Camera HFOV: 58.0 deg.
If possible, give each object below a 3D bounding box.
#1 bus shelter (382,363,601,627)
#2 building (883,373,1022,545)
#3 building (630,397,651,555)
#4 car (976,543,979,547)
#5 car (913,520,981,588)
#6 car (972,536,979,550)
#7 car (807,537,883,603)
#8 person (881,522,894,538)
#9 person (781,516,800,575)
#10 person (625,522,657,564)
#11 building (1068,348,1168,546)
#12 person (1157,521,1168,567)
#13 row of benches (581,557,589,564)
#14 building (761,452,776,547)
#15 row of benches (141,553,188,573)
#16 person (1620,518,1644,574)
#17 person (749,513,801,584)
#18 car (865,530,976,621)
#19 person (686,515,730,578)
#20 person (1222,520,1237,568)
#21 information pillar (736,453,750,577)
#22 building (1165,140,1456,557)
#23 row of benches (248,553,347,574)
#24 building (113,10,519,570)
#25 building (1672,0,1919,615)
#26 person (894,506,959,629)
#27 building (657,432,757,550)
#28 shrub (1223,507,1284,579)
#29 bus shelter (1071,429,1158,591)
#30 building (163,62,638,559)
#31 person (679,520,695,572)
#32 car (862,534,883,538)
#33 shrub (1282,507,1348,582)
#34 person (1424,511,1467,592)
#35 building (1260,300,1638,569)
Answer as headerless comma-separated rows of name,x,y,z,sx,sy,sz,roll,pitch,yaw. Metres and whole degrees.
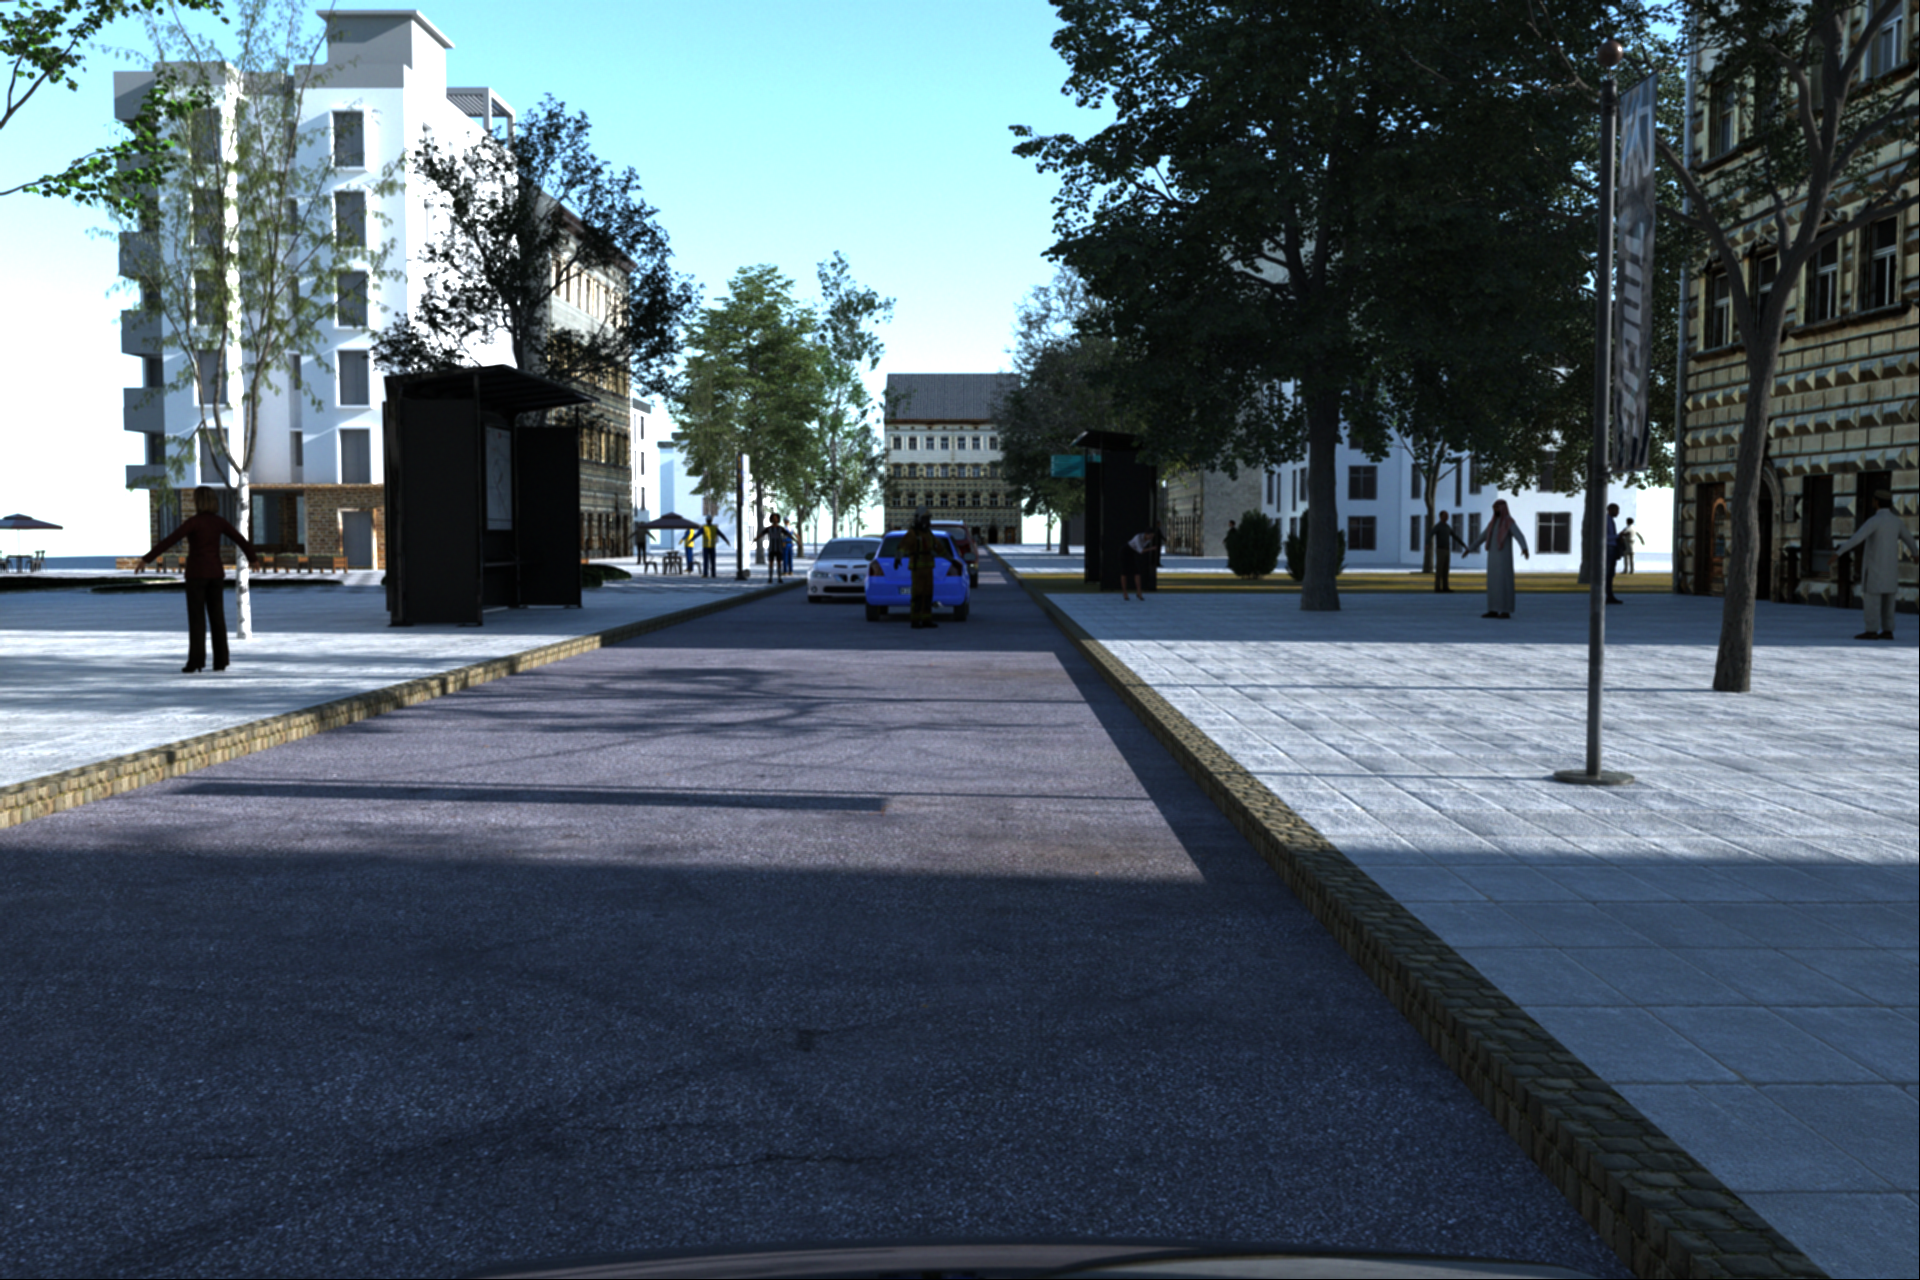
bus shelter,-7.117,-2.185,27.012,1.731,3.624,6.357,0,4,1
building,-0.830,-24.565,235.030,18.063,23.208,19.493,0,4,1
building,-24.555,-10.415,112.425,9.099,9.664,28.070,0,3,0
car,-0.314,-3.355,66.657,2.131,1.459,4.920,0,4,-1
car,-0.539,-2.395,47.832,2.281,1.827,5.304,0,4,-1
car,0.310,-6.222,114.314,1.945,1.354,3.894,0,4,0
car,-2.249,-1.552,37.738,2.083,1.381,4.827,0,4,0
person,-2.183,-2.844,55.092,1.348,1.813,0.705,3,4,39
person,-5.394,-2.934,53.833,0.705,1.847,1.347,3,5,39
person,-13.518,-4.119,73.478,1.348,1.813,0.705,-1,4,-22
building,26.231,-22.091,205.156,27.936,21.610,32.646,0,4,0
person,7.769,-3.766,67.793,0.704,1.802,1.346,-1,4,-16
row of benches,-12.376,-2.229,51.904,1.422,0.672,4.104,1,4,19
building,-24.519,-15.100,189.031,9.099,9.664,28.070,0,3,0
row of benches,-25.790,-2.552,57.184,4.104,0.672,1.422,3,4,38
person,21.557,-3.037,55.842,1.347,1.806,0.705,-1,4,-19
person,-4.795,-2.372,44.928,1.345,1.843,0.704,-1,4,-10
car,-0.692,-1.234,29.775,1.945,1.707,3.694,0,4,1
person,-7.359,-2.739,50.752,1.349,1.833,0.705,-2,4,-25
person,10.312,-3.652,65.889,0.705,1.806,1.347,-1,4,-11
information pillar,-6.414,-3.663,51.207,0.184,3.620,1.656,0,4,1
building,22.702,-16.705,104.058,19.493,23.208,18.063,0,4,1
row of benches,-21.897,-2.542,57.017,4.104,0.672,1.422,1,4,22
building,-24.648,-12.699,64.044,16.016,20.090,11.380,0,4,1
building,24.424,-12.005,27.204,19.493,23.208,18.063,0,4,0
person,-0.559,-1.110,26.373,0.705,1.858,1.354,3,5,43
building,-22.775,-13.111,156.519,9.099,9.664,28.070,0,4,1
shrub,8.335,-2.764,49.229,1.661,2.075,1.752,0,3,0
bus shelter,3.697,-3.094,41.876,1.731,3.624,6.357,0,4,1
building,-27.856,-15.740,88.275,19.493,23.208,18.063,0,4,1
person,-9.271,-3.201,58.806,0.721,1.772,1.216,1,4,12
car,-2.713,-2.927,58.075,2.015,1.641,3.980,0,4,0
shrub,8.830,-2.370,43.170,1.690,2.028,1.600,0,3,0
person,10.644,-1.946,38.090,1.348,1.796,0.705,-2,4,-32
building,20.119,-8.207,76.325,9.099,9.664,28.070,0,3,0
